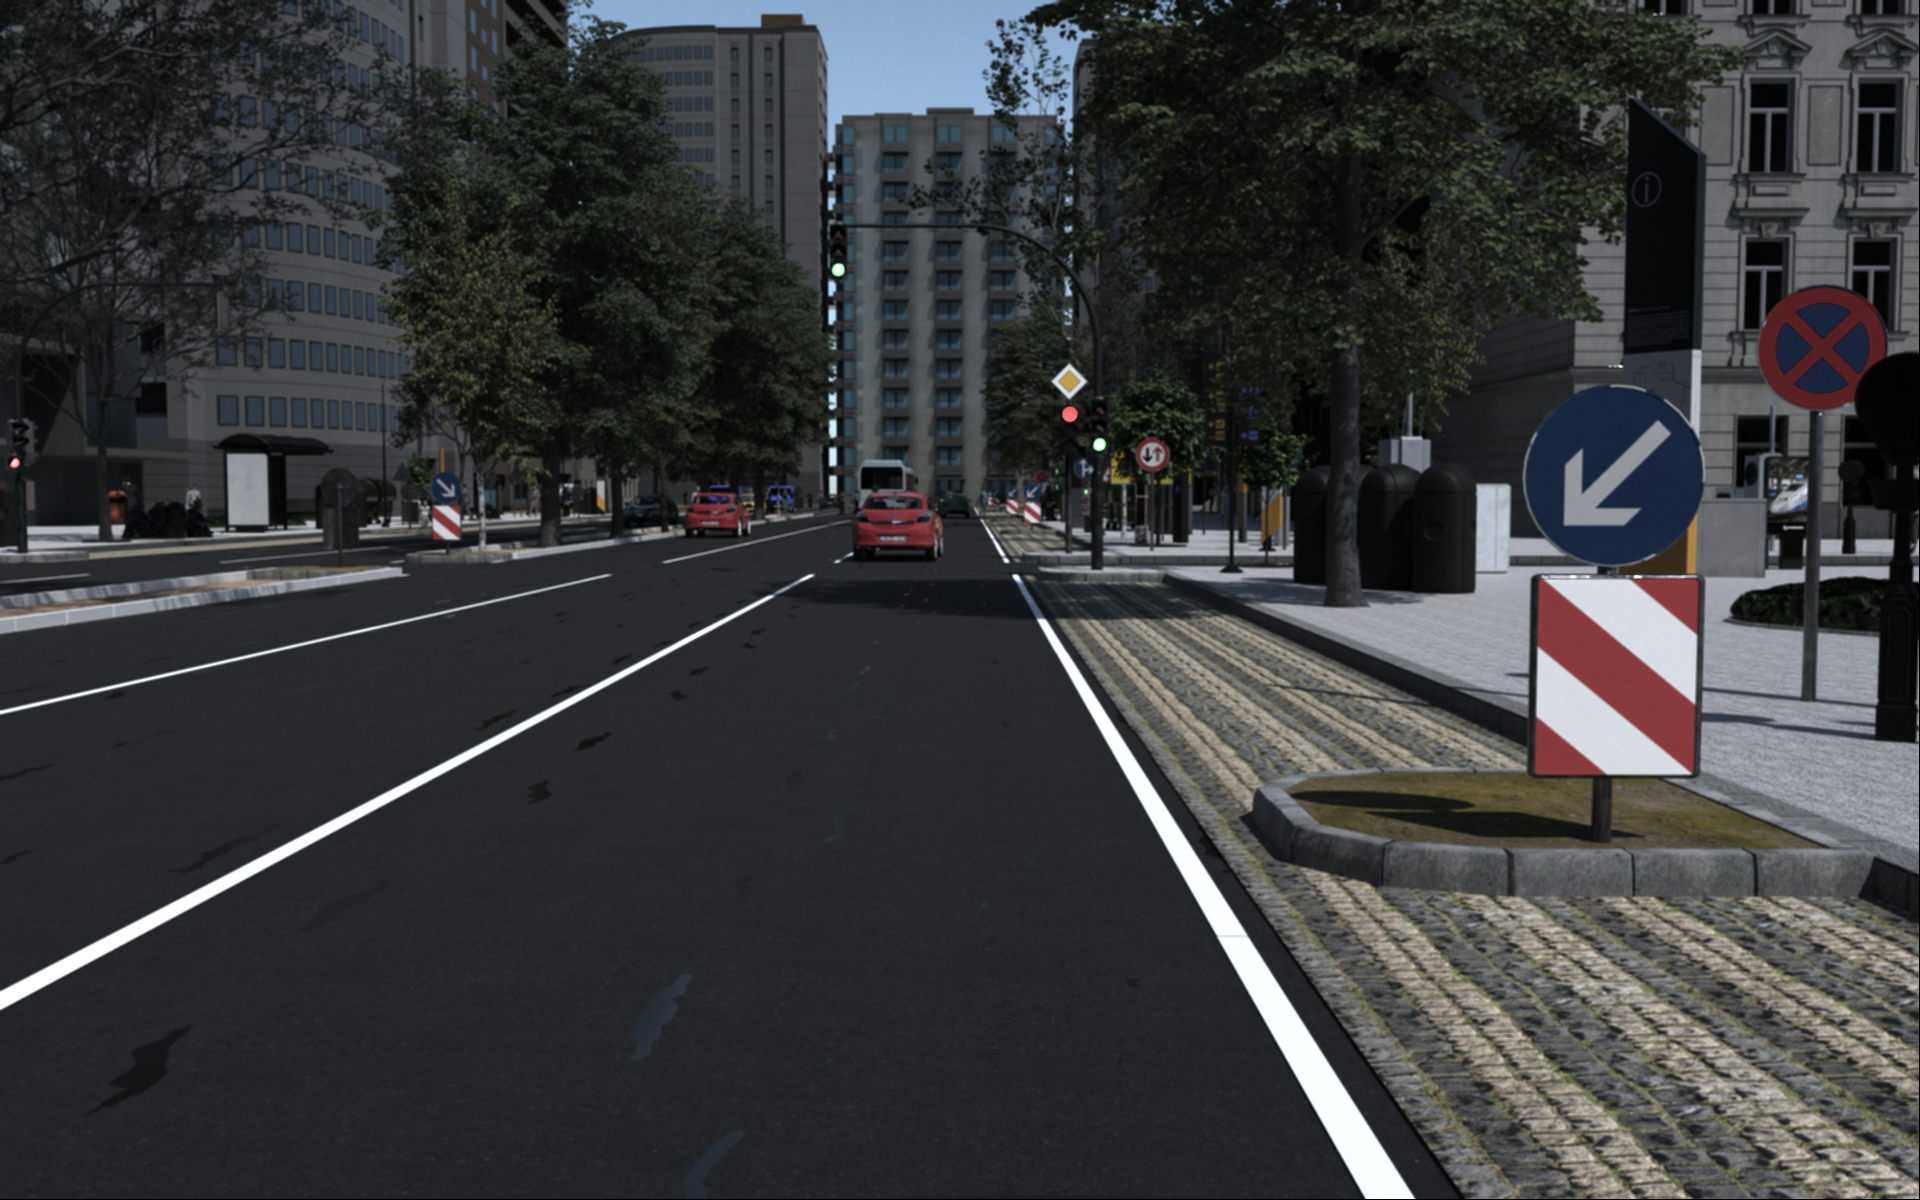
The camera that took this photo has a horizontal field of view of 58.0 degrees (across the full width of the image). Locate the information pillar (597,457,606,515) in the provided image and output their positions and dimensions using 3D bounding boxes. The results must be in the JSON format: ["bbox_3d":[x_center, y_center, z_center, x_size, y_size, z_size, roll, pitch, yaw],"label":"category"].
[{"bbox_3d":[-22.094,-7.048,106.596,0.504,3.616,0.183,0,4,-7],"label":"information pillar"}]

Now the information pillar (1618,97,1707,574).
[{"bbox_3d":[4.089,-1.149,10.144,0.183,3.616,0.504,-2,4,-31],"label":"information pillar"}]

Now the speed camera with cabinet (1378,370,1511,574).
[{"bbox_3d":[7.816,-2.056,27.955,2.038,3.252,0.660,-1,4,-8],"label":"speed camera with cabinet"}]

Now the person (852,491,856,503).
[{"bbox_3d":[-10.532,-10.219,176.372,1.217,1.735,0.721,2,4,29],"label":"person"}]

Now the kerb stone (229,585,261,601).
[{"bbox_3d":[-9.804,-0.083,23.551,0.120,0.150,1.000,0,4,0],"label":"kerb stone"}]

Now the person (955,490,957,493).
[{"bbox_3d":[-0.433,-10.399,178.521,0.705,1.824,1.348,0,4,6],"label":"person"}]

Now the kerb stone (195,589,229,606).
[{"bbox_3d":[-9.815,-0.020,22.529,0.120,0.150,1.000,0,4,0],"label":"kerb stone"}]

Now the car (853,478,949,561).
[{"bbox_3d":[-1.338,-1.798,38.431,2.155,1.783,4.494,0,4,2],"label":"car"}]

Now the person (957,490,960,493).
[{"bbox_3d":[-0.228,-7.891,138.334,0.721,1.723,1.217,2,4,33],"label":"person"}]

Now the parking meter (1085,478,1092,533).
[{"bbox_3d":[4.341,-3.174,57.602,0.399,1.863,0.255,0,4,-3],"label":"parking meter"}]

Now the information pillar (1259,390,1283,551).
[{"bbox_3d":[6.968,-2.899,38.746,0.504,3.616,0.183,3,4,38],"label":"information pillar"}]

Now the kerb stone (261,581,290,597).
[{"bbox_3d":[-9.799,-0.146,24.579,0.120,0.150,1.000,0,4,0],"label":"kerb stone"}]

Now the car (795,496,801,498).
[{"bbox_3d":[-17.198,-10.170,178.287,2.014,1.417,4.499,0,4,0],"label":"car"}]

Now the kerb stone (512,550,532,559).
[{"bbox_3d":[-9.748,-0.991,38.433,0.120,0.150,1.000,0,4,0],"label":"kerb stone"}]

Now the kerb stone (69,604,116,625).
[{"bbox_3d":[-9.817,0.168,19.451,0.120,0.150,1.000,0,4,0],"label":"kerb stone"}]

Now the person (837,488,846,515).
[{"bbox_3d":[-8.182,-6.824,120.072,0.705,1.824,1.348,-2,4,-26],"label":"person"}]

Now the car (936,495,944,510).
[{"bbox_3d":[-1.008,-8.126,145.439,1.945,1.354,3.894,0,4,-1],"label":"car"}]

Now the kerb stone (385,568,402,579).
[{"bbox_3d":[-9.790,-0.459,29.704,0.120,0.150,1.000,0,4,0],"label":"kerb stone"}]

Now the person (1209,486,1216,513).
[{"bbox_3d":[16.932,-6.709,115.608,0.599,1.838,0.709,0,4,-5],"label":"person"}]

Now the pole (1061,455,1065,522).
[{"bbox_3d":[4.647,-5.159,78.200,0.158,3.312,0.155,0,3,0],"label":"pole"}]

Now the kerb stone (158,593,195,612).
[{"bbox_3d":[-9.817,0.042,21.502,0.120,0.150,1.000,0,4,0],"label":"kerb stone"}]

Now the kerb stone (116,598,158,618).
[{"bbox_3d":[-9.813,0.105,20.480,0.120,0.150,1.000,0,4,0],"label":"kerb stone"}]

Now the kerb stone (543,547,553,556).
[{"bbox_3d":[-9.752,-1.111,40.478,0.120,0.150,1.000,0,4,0],"label":"kerb stone"}]

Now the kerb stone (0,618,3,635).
[{"bbox_3d":[-9.829,0.293,17.402,0.120,0.150,1.000,0,4,0],"label":"kerb stone"}]

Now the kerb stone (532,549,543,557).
[{"bbox_3d":[-9.742,-1.056,39.456,0.120,0.150,1.000,0,4,0],"label":"kerb stone"}]

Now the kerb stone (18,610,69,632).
[{"bbox_3d":[-9.828,0.230,18.429,0.120,0.150,1.000,0,4,0],"label":"kerb stone"}]

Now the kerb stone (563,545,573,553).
[{"bbox_3d":[-9.741,-1.244,42.528,0.120,0.150,1.000,0,4,0],"label":"kerb stone"}]

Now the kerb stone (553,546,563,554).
[{"bbox_3d":[-9.743,-1.180,41.502,0.120,0.150,1.000,0,4,0],"label":"kerb stone"}]

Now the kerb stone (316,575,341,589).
[{"bbox_3d":[-9.800,-0.266,26.624,0.120,0.150,1.000,0,4,0],"label":"kerb stone"}]

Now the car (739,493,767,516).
[{"bbox_3d":[-13.079,-5.953,107.557,2.015,1.641,3.980,0,4,2],"label":"car"}]

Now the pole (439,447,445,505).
[{"bbox_3d":[-22.647,-5.011,75.770,0.158,3.312,0.155,0,3,0],"label":"pole"}]

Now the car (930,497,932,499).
[{"bbox_3d":[-4.082,-10.576,184.718,2.131,1.459,4.920,0,4,0],"label":"car"}]

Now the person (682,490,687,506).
[{"bbox_3d":[-30.116,-11.169,189.472,0.721,1.723,1.217,-3,4,-36],"label":"person"}]

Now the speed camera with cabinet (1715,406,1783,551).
[{"bbox_3d":[18.018,-2.770,39.617,0.660,3.252,2.038,0,4,-2],"label":"speed camera with cabinet"}]

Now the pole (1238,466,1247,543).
[{"bbox_3d":[7.423,-3.154,45.408,0.158,3.312,0.155,0,3,0],"label":"pole"}]

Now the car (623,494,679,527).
[{"bbox_3d":[-13.671,-3.970,76.711,2.131,1.459,4.920,0,4,1],"label":"car"}]

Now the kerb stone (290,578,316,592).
[{"bbox_3d":[-9.806,-0.208,25.602,0.120,0.150,1.000,0,4,0],"label":"kerb stone"}]

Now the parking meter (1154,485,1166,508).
[{"bbox_3d":[6.635,-3.178,57.676,0.399,1.863,0.255,2,4,32],"label":"parking meter"}]

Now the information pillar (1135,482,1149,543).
[{"bbox_3d":[4.756,-2.493,45.254,0.304,2.012,0.304,1,4,19],"label":"information pillar"}]

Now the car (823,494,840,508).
[{"bbox_3d":[-13.381,-10.466,180.907,2.009,1.686,4.222,0,4,1],"label":"car"}]

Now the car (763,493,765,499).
[{"bbox_3d":[-19.609,-9.994,172.996,1.945,1.707,3.694,0,4,-1],"label":"car"}]

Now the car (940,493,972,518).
[{"bbox_3d":[-0.276,-5.996,106.825,1.959,1.807,4.718,0,4,2],"label":"car"}]

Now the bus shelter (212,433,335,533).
[{"bbox_3d":[-23.564,-4.027,59.762,2.014,3.302,5.546,0,4,0],"label":"bus shelter"}]

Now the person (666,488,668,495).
[{"bbox_3d":[-25.556,-8.822,150.362,0.705,1.814,1.350,-1,4,-22],"label":"person"}]

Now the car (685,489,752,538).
[{"bbox_3d":[-8.084,-2.994,57.999,2.155,1.783,4.494,0,4,-1],"label":"car"}]

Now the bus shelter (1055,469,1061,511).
[{"bbox_3d":[6.989,-6.882,106.438,2.014,3.302,5.546,0,4,0],"label":"bus shelter"}]

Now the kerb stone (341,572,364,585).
[{"bbox_3d":[-9.787,-0.331,27.648,0.120,0.150,1.000,0,4,0],"label":"kerb stone"}]

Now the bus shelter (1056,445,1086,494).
[{"bbox_3d":[5.663,-5.668,83.957,1.731,3.624,6.357,0,3,0],"label":"bus shelter"}]

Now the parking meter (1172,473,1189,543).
[{"bbox_3d":[5.790,-2.431,45.461,0.255,1.863,0.399,-2,4,-35],"label":"parking meter"}]

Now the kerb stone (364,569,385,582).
[{"bbox_3d":[-9.786,-0.395,28.670,0.120,0.150,1.000,0,4,0],"label":"kerb stone"}]
